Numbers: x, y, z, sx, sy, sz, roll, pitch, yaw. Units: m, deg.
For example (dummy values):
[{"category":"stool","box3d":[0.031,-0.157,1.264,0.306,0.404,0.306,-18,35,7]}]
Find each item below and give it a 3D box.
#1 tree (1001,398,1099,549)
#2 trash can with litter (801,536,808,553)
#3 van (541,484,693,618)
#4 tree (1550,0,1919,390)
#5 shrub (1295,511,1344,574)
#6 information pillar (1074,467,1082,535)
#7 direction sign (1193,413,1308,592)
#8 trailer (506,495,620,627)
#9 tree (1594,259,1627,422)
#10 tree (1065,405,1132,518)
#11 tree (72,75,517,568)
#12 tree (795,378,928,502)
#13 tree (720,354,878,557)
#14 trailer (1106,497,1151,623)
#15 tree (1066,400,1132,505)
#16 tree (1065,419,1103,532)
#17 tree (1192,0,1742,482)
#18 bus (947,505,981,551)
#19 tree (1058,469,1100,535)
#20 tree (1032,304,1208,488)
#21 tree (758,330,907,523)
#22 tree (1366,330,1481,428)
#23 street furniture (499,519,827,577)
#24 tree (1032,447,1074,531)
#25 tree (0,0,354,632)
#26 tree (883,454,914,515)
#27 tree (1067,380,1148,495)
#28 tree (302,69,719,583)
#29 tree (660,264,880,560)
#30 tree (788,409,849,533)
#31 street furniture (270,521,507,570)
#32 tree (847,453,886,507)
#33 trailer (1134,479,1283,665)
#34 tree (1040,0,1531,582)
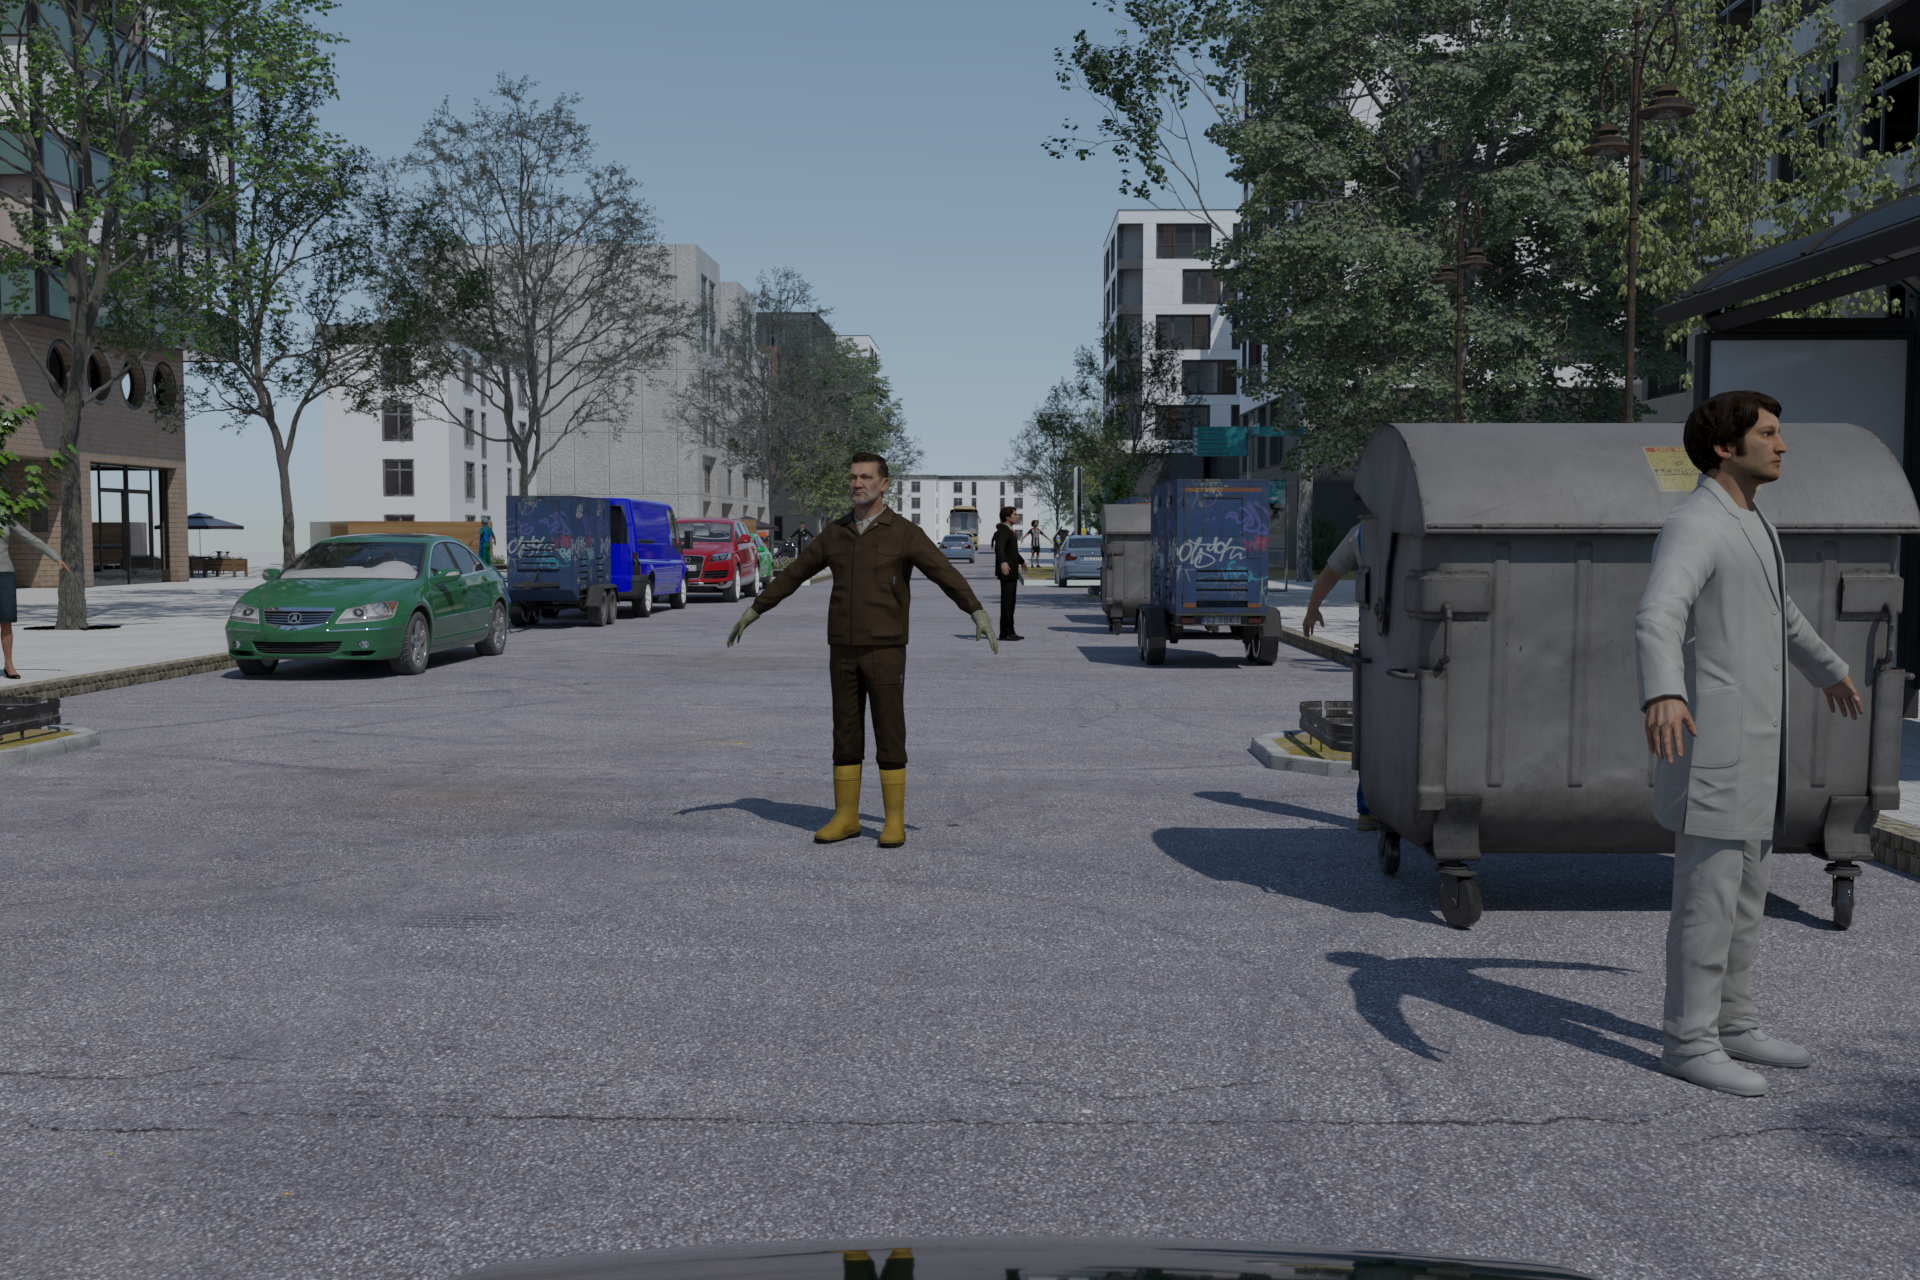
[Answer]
[{"category":"tree","box3d":[8.625,-14.883,153.698,12.009,13.543,11.850,0,3,0]},{"category":"trash can with litter","box3d":[-5.926,-3.465,67.708,1.678,1.210,2.233,0,4,1]},{"category":"van","box3d":[-6.231,-1.651,31.374,2.240,2.365,5.245,0,4,2]},{"category":"tree","box3d":[8.702,-4.214,19.263,4.737,8.622,4.395,0,3,0]},{"category":"shrub","box3d":[11.505,-3.119,55.408,1.690,2.028,1.600,0,3,0]},{"category":"information pillar","box3d":[4.151,-4.264,61.035,0.184,3.620,1.656,0,3,0]},{"category":"direction sign","box3d":[6.407,-2.999,37.804,2.525,3.948,1.411,0,4,1]},{"category":"trailer","box3d":[-6.216,-1.181,26.358,1.471,1.999,3.904,0,4,1]},{"category":"tree","box3d":[23.734,-7.856,54.209,9.928,11.665,9.643,0,3,0]},{"category":"tree","box3d":[7.732,-9.115,99.389,4.360,8.622,3.978,0,3,0]},{"category":"tree","box3d":[-12.699,-6.018,32.810,8.767,10.594,7.601,-1,4,-15]},{"category":"tree","box3d":[-7.394,-13.454,130.345,12.009,13.543,11.850,0,3,0]},{"category":"tree","box3d":[-8.493,-9.558,90.683,8.767,10.594,7.601,0,4,-1]},{"category":"trailer","box3d":[3.102,-1.319,28.615,1.471,1.999,3.904,0,4,0]},{"category":"tree","box3d":[7.732,-8.723,92.978,4.737,8.622,4.395,0,3,0]},{"category":"tree","box3d":[7.629,-9.452,104.908,4.360,8.622,3.978,0,3,0]},{"category":"tree","box3d":[8.695,-7.575,30.509,9.857,13.997,8.962,0,3,0]},{"category":"bus","box3d":[0.412,-9.854,152.659,2.896,3.916,12.252,0,4,1]},{"category":"tree","box3d":[17.965,-20.700,245.102,9.857,13.997,8.962,0,3,0]},{"category":"tree","box3d":[6.610,-8.379,71.405,8.767,10.594,7.601,2,4,27]},{"category":"tree","box3d":[-8.091,-12.426,109.822,9.857,13.997,8.962,0,3,0]},{"category":"tree","box3d":[15.801,-6.598,58.243,4.737,8.622,4.395,0,3,0]},{"category":"street furniture","box3d":[-7.851,-2.786,52.404,9.812,1.723,11.010,3,5,43]},{"category":"tree","box3d":[7.898,-11.572,139.558,4.360,8.622,3.978,0,3,0]},{"category":"tree","box3d":[-11.783,-5.944,22.936,9.928,11.665,9.643,0,3,0]},{"category":"tree","box3d":[-6.835,-12.448,153.886,4.360,8.622,3.978,0,3,0]},{"category":"tree","box3d":[7.359,-8.037,81.759,4.360,8.622,3.978,0,3,0]},{"category":"tree","box3d":[-11.500,-8.271,45.608,12.009,13.543,11.850,0,3,0]},{"category":"tree","box3d":[-8.453,-10.273,78.330,12.009,13.543,11.850,0,3,0]},{"category":"tree","box3d":[-7.803,-8.990,97.343,4.737,8.622,4.395,0,3,0]},{"category":"street furniture","box3d":[-20.704,-3.285,60.570,9.812,1.723,11.010,-3,4,-36]},{"category":"tree","box3d":[-7.666,-11.630,140.518,4.737,8.622,4.395,0,3,0]},{"category":"trailer","box3d":[2.744,-0.789,19.944,1.471,1.999,3.904,0,4,0]},{"category":"tree","box3d":[8.392,-11.560,44.901,12.611,20.169,13.585,0,3,0]}]
